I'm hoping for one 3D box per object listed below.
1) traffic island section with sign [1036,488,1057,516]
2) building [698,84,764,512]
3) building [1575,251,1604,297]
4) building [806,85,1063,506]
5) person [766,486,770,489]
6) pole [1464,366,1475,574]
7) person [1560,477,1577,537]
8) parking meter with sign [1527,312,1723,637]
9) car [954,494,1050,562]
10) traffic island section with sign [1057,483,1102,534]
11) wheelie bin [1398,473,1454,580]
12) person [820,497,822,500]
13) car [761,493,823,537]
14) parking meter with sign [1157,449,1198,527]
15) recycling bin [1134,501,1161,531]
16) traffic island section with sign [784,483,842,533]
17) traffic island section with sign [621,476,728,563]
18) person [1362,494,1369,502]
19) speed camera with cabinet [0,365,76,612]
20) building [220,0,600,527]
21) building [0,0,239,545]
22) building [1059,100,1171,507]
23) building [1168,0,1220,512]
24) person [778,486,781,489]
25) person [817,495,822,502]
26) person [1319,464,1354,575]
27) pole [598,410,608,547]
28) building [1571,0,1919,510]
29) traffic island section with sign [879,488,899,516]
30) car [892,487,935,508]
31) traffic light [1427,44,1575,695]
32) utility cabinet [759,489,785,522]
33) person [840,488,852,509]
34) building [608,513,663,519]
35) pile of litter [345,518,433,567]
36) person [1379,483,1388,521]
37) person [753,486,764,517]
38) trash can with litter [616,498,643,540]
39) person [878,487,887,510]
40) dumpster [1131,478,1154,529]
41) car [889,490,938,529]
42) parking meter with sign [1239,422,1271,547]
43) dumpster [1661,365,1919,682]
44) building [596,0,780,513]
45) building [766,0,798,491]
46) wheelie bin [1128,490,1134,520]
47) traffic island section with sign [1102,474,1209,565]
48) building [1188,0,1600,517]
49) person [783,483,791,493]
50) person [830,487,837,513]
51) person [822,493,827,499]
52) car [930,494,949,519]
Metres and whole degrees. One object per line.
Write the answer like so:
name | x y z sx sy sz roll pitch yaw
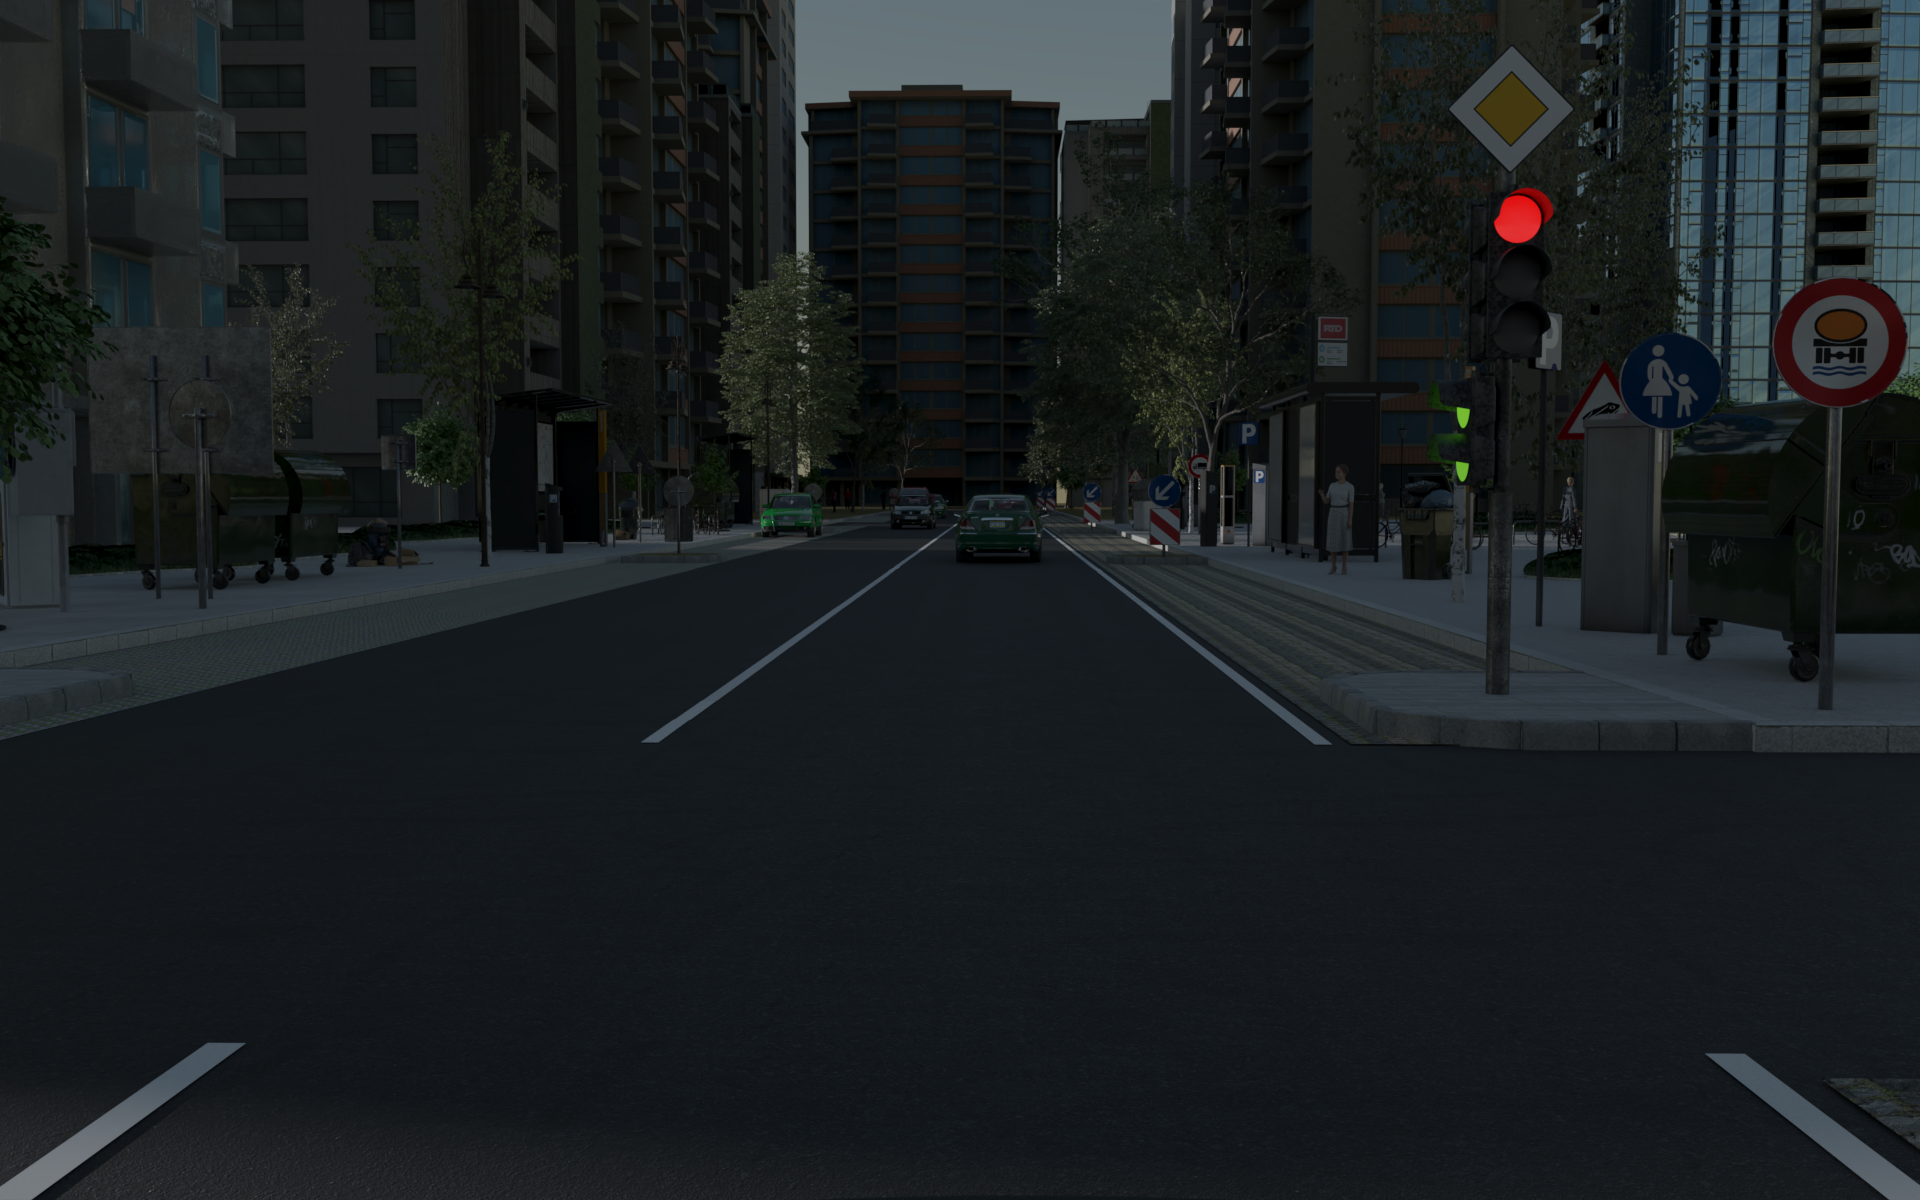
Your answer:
traffic island section with sign | 5.771 -6.375 112.855 1.989 1.847 2.006 0 4 1
building | -21.896 -21.465 122.654 14.160 30.474 14.107 0 4 1
building | 61.360 -30.573 183.459 14.086 41.232 14.154 0 4 1
building | -3.608 -32.643 188.336 28.867 44.769 22.147 0 4 1
person | -9.731 -4.962 88.095 0.530 1.710 0.541 0 4 6
pole | 8.135 -2.074 27.760 0.158 3.312 0.155 0 3 0
person | 17.693 -2.679 50.269 0.576 1.772 0.534 3 5 45
parking meter with sign | 6.211 -1.215 16.130 1.738 3.016 0.543 3 5 43
car | 0.890 -1.593 37.841 2.131 1.459 4.920 0 4 3
traffic island section with sign | 4.635 -3.311 62.761 1.989 1.847 2.006 0 4 1
wheelie bin | 7.036 -1.110 26.052 0.693 1.594 0.980 -3 5 -45
person | -9.916 -6.813 118.150 1.217 1.735 0.721 3 4 39
car | -5.641 -3.031 58.348 1.959 1.807 4.718 0 3 0
parking meter with sign | 8.535 -4.354 67.446 1.738 3.016 0.543 0 4 6
recycling bin | 6.542 -2.935 60.541 0.722 1.027 0.722 -2 4 -24
traffic island section with sign | -5.362 -3.356 63.500 1.989 1.847 2.006 0 4 1
traffic island section with sign | -5.970 -1.708 36.552 1.989 1.847 2.006 0 4 1
person | 20.028 -4.855 85.438 0.388 1.821 0.555 -1 4 -21
speed camera with cabinet | -10.344 -1.526 19.286 0.660 3.252 2.038 -2 4 -35
building | -23.631 -18.430 73.024 14.160 30.474 14.107 0 4 1
building | -29.745 -25.300 33.264 23.786 49.044 30.456 0 4 1
building | 17.757 -30.560 183.248 14.086 41.232 14.154 0 4 1
building | 27.464 -36.501 138.785 21.231 58.520 28.212 0 4 1
person | -11.387 -6.314 109.364 1.348 1.812 0.705 1 4 9
person | -10.417 -7.453 127.530 0.705 1.869 1.348 1 4 21
person | 6.001 -1.283 27.593 0.480 1.755 0.524 2 4 32
pole | -8.704 -2.959 42.226 0.158 3.312 0.155 0 3 0
building | 65.072 -50.589 139.802 31.000 86.520 22.319 0 4 1
traffic island section with sign | -4.246 -6.389 113.090 1.989 1.847 2.006 0 4 1
car | -2.463 -5.111 92.232 2.281 1.827 5.304 0 4 1
traffic light | 3.434 -1.351 11.014 0.839 4.253 0.868 0 4 1
utility cabinet | -8.448 -4.240 78.009 1.173 1.500 0.318 -2 4 -35
person | -9.674 -8.752 149.078 1.348 1.831 0.705 -1 4 -18
building | -26.210 -27.284 100.712 22.147 44.769 28.867 0 4 1
pile of litter | -10.260 -1.050 31.135 1.719 0.858 1.176 -3 4 -39
person | 20.129 -4.681 82.768 0.526 1.800 0.537 0 4 -4
person | -10.990 -5.451 95.954 1.217 1.735 0.721 -3 5 -41
trash can with litter | -9.297 -2.268 48.472 0.624 1.170 1.055 0 4 6
person | -6.063 -8.005 136.561 0.705 1.869 1.348 -2 4 -27
dumpster | 6.950 -3.520 63.311 1.264 1.857 1.865 0 4 1
car | -1.900 -3.785 71.672 2.009 1.686 4.222 0 4 2
parking meter with sign | 7.611 -2.846 42.796 0.543 3.016 1.738 3 5 43
dumpster | 6.186 -0.614 12.526 1.502 2.255 1.985 0 4 1
building | -28.751 -29.915 143.734 28.867 44.769 22.147 0 4 1
building | -32.144 -39.534 188.384 28.212 58.520 21.231 0 4 1
wheelie bin | 8.756 -4.726 85.181 0.980 1.594 0.693 0 4 2
traffic island section with sign | 4.040 -1.658 35.731 1.989 1.847 2.006 0 4 1
building | 27.011 -27.883 110.507 22.147 44.769 28.867 0 4 1
person | -7.181 -3.948 71.168 0.524 1.755 0.480 2 4 34
person | -8.830 -6.952 120.396 0.721 1.739 1.217 -1 4 -18
person | -12.045 -8.668 147.731 1.348 1.831 0.705 1 4 18
car | -1.721 -5.535 102.294 2.131 1.459 4.920 0 4 1
